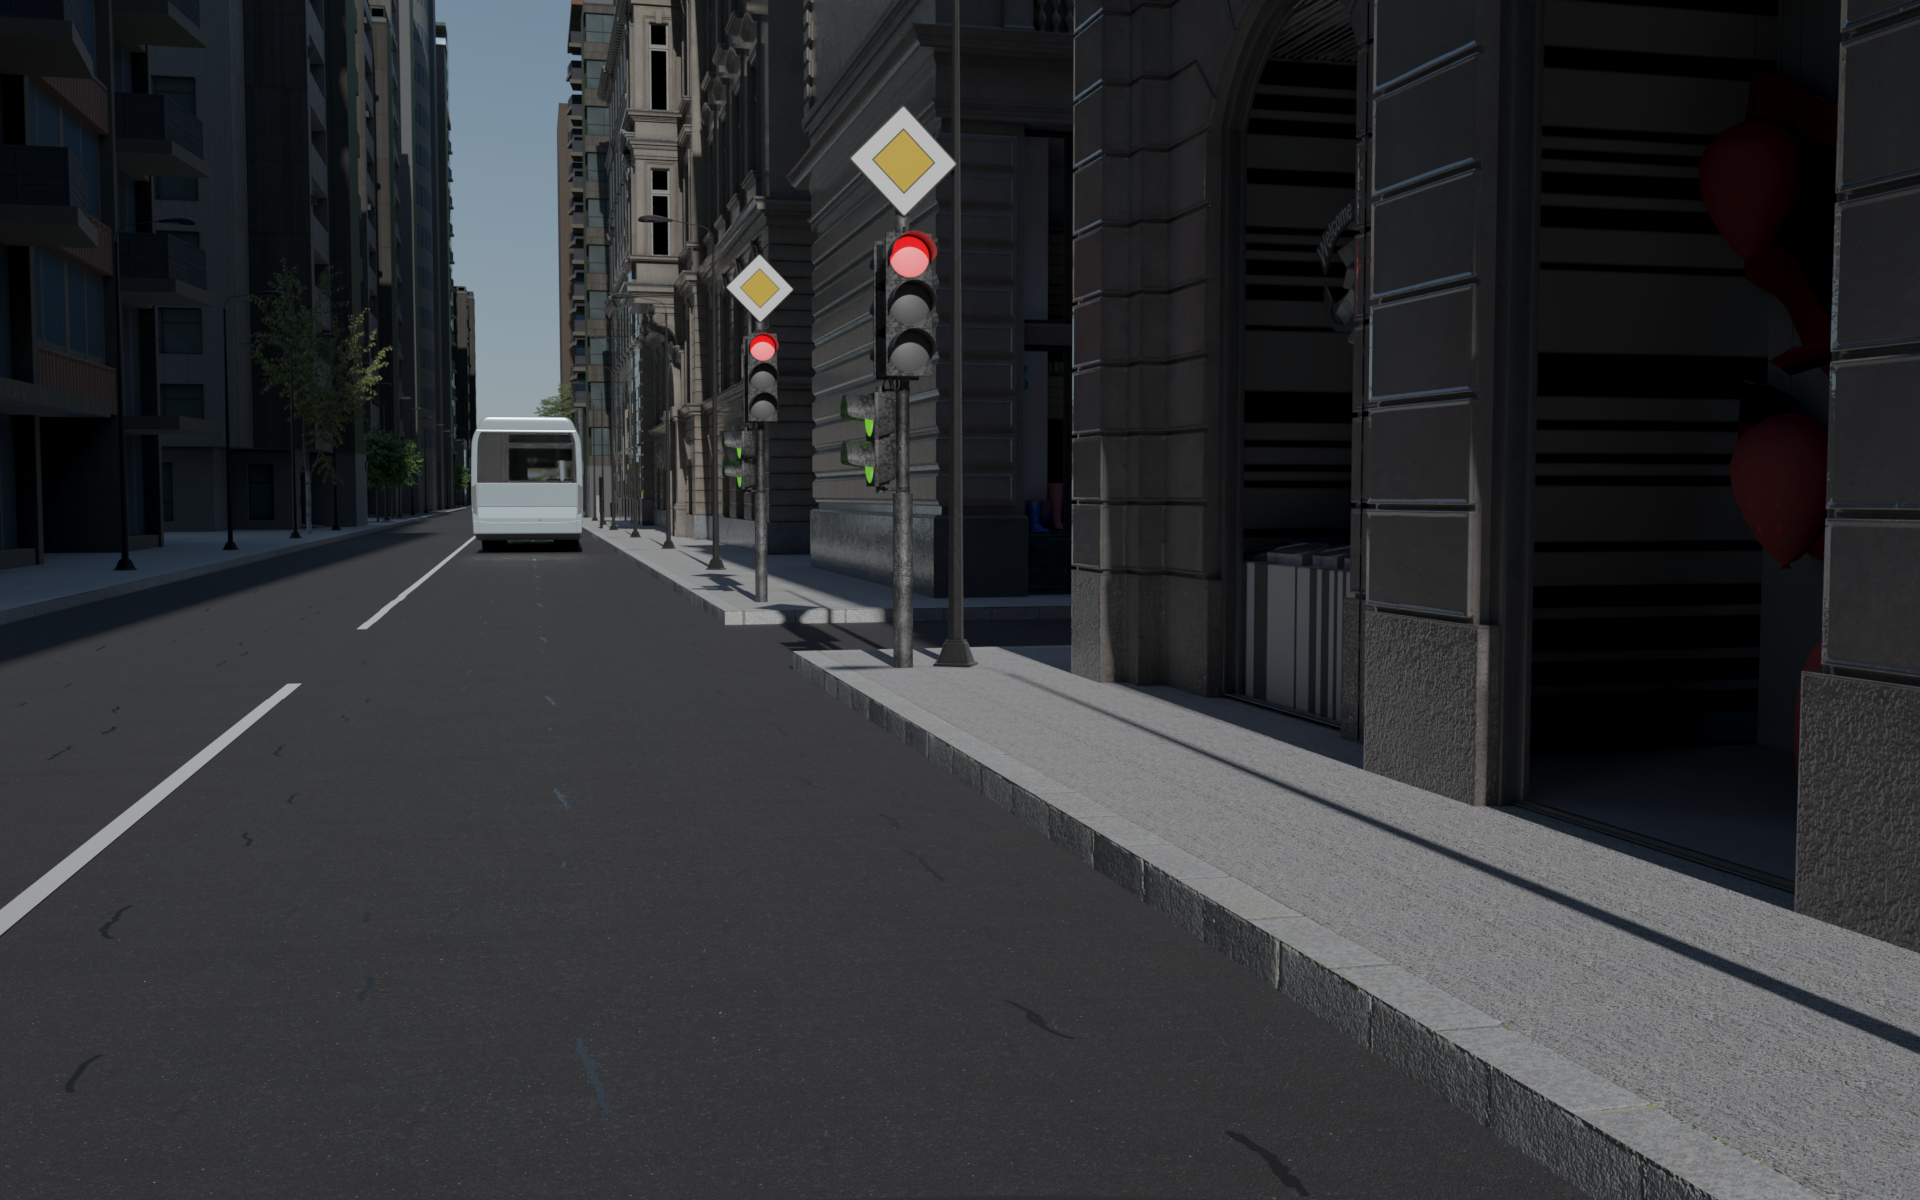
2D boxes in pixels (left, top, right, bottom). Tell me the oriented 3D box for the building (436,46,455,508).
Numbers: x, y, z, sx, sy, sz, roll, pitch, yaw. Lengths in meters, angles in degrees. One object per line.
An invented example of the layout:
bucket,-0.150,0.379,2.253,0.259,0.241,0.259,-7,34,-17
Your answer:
building,-52.307,-28.648,151.995,14.154,41.232,14.086,-1,4,-14

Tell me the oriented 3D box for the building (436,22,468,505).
building,-72.157,-54.948,211.067,22.319,86.520,31.000,-1,4,-14

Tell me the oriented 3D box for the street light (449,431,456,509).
street light,-37.776,-9.400,126.231,1.470,5.913,1.316,-1,4,-14

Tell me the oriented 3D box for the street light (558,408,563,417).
street light,-20.681,-7.372,93.074,1.470,5.913,1.316,-1,4,-14

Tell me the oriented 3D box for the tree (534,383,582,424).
tree,-40.164,-15.788,176.261,7.486,12.596,7.792,0,3,0

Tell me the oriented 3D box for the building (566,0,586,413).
building,-23.734,-30.647,155.706,22.147,44.769,28.867,-1,4,-14

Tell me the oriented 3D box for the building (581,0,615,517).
building,-15.510,-20.336,104.190,14.160,30.474,14.107,-1,4,-14

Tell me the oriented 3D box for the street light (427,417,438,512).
street light,-32.356,-8.041,104.016,1.470,5.913,1.316,-1,4,-14

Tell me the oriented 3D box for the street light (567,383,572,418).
street light,-15.408,-6.080,71.942,1.470,5.913,1.316,-1,4,-14

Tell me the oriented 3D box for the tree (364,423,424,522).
tree,-26.626,-5.817,78.829,4.285,4.588,4.351,0,3,0

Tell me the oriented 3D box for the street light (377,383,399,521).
street light,-24.410,-6.104,72.342,1.470,5.913,1.316,-1,4,-14

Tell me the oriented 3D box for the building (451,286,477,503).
building,-73.329,-28.388,235.844,14.160,30.474,14.107,-1,4,-14

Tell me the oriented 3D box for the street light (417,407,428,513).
street light,-29.549,-7.360,92.883,1.470,5.913,1.316,-1,4,-14

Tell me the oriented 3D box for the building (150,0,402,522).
building,-39.118,-19.843,96.131,14.160,30.474,14.107,-1,4,-14

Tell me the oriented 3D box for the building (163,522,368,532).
building,-29.889,-17.821,63.071,14.160,30.474,14.107,-1,4,-14

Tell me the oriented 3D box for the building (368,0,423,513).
building,-42.485,-26.137,110.928,14.154,41.232,14.086,-1,4,-14

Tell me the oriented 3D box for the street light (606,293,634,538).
street light,-7.362,-4.146,40.326,1.470,5.913,1.316,-1,4,-14

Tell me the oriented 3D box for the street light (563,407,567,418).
street light,-17.968,-6.721,82.437,1.470,5.913,1.316,-1,4,-14

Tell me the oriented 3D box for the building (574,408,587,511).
building,-16.586,-49.709,125.417,22.319,86.520,31.000,-1,4,-14

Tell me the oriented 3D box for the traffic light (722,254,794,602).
traffic light,-2.376,-1.929,20.452,0.839,4.253,0.868,-1,4,-14

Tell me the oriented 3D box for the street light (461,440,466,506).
street light,-43.161,-10.710,147.656,1.470,5.913,1.316,-1,4,-14

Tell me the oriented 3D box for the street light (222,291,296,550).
street light,-16.164,-4.100,39.578,1.470,5.913,1.316,-1,4,-14

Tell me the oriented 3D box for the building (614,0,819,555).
building,-3.150,-14.329,53.368,14.460,24.649,34.723,-1,4,-14

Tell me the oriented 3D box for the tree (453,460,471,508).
tree,-48.319,-11.140,165.856,4.285,4.588,4.351,0,3,0

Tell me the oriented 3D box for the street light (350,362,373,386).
street light,-21.481,-5.413,61.040,1.470,5.913,1.316,-1,4,-14

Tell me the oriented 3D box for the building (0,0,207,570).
building,-26.614,-22.974,30.245,22.147,44.769,28.867,-1,4,-14

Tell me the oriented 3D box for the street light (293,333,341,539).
street light,-18.711,-4.742,50.076,1.470,5.913,1.316,-1,4,-14

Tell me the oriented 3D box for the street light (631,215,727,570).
street light,-4.669,-3.459,29.102,1.470,5.913,1.316,-1,4,-14

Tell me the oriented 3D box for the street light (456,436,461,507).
street light,-40.400,-10.041,136.709,1.470,5.913,1.316,-1,4,-14

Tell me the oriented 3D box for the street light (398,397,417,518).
street light,-26.959,-6.753,82.955,1.470,5.913,1.316,-1,4,-14

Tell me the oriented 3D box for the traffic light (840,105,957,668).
traffic light,-0.440,-1.455,12.704,0.839,4.253,0.868,-1,4,-14

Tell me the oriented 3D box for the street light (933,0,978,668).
street light,-0.558,-2.454,12.663,1.470,5.913,1.316,-1,4,-14

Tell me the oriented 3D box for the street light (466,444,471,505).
street light,-45.708,-11.353,158.154,1.470,5.913,1.316,-1,4,-14

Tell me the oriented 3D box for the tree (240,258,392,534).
tree,-20.507,-6.400,54.996,4.737,8.622,4.395,0,3,0

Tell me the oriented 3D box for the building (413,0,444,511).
building,-50.836,-35.968,130.077,21.231,58.520,28.212,-1,4,-14

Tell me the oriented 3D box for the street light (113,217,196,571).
street light,-13.526,-3.459,29.103,1.470,5.913,1.316,-1,4,-14

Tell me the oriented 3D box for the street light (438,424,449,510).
street light,-34.911,-8.708,114.912,1.470,5.913,1.316,-1,4,-14

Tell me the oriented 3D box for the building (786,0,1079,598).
building,7.483,-12.146,27.460,19.941,23.489,11.050,-1,4,-14

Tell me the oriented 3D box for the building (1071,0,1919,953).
building,9.277,-9.795,1.946,13.314,21.916,24.055,-1,4,-14

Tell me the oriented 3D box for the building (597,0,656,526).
building,-10.311,-17.432,82.276,12.463,27.353,25.104,-1,4,-14

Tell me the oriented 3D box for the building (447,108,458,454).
building,-65.040,-32.300,182.732,22.147,44.769,28.867,-1,4,-14

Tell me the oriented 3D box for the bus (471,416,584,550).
bus,-11.782,-3.228,47.634,2.948,3.499,13.247,-1,4,-13

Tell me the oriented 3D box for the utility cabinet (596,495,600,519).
utility cabinet,-18.855,-4.841,90.318,0.306,1.237,1.020,-1,4,-15

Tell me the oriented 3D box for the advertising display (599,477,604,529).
advertising display,-13.370,-3.630,64.569,0.123,1.923,0.974,-1,4,-9

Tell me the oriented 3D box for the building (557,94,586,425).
building,-38.175,-33.393,196.086,14.600,45.320,14.200,-1,4,-14

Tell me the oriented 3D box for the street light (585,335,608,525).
street light,-10.098,-4.785,50.777,1.470,5.913,1.316,-1,4,-14

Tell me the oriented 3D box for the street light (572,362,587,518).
street light,-12.857,-5.431,61.343,1.470,5.913,1.316,-1,4,-14
